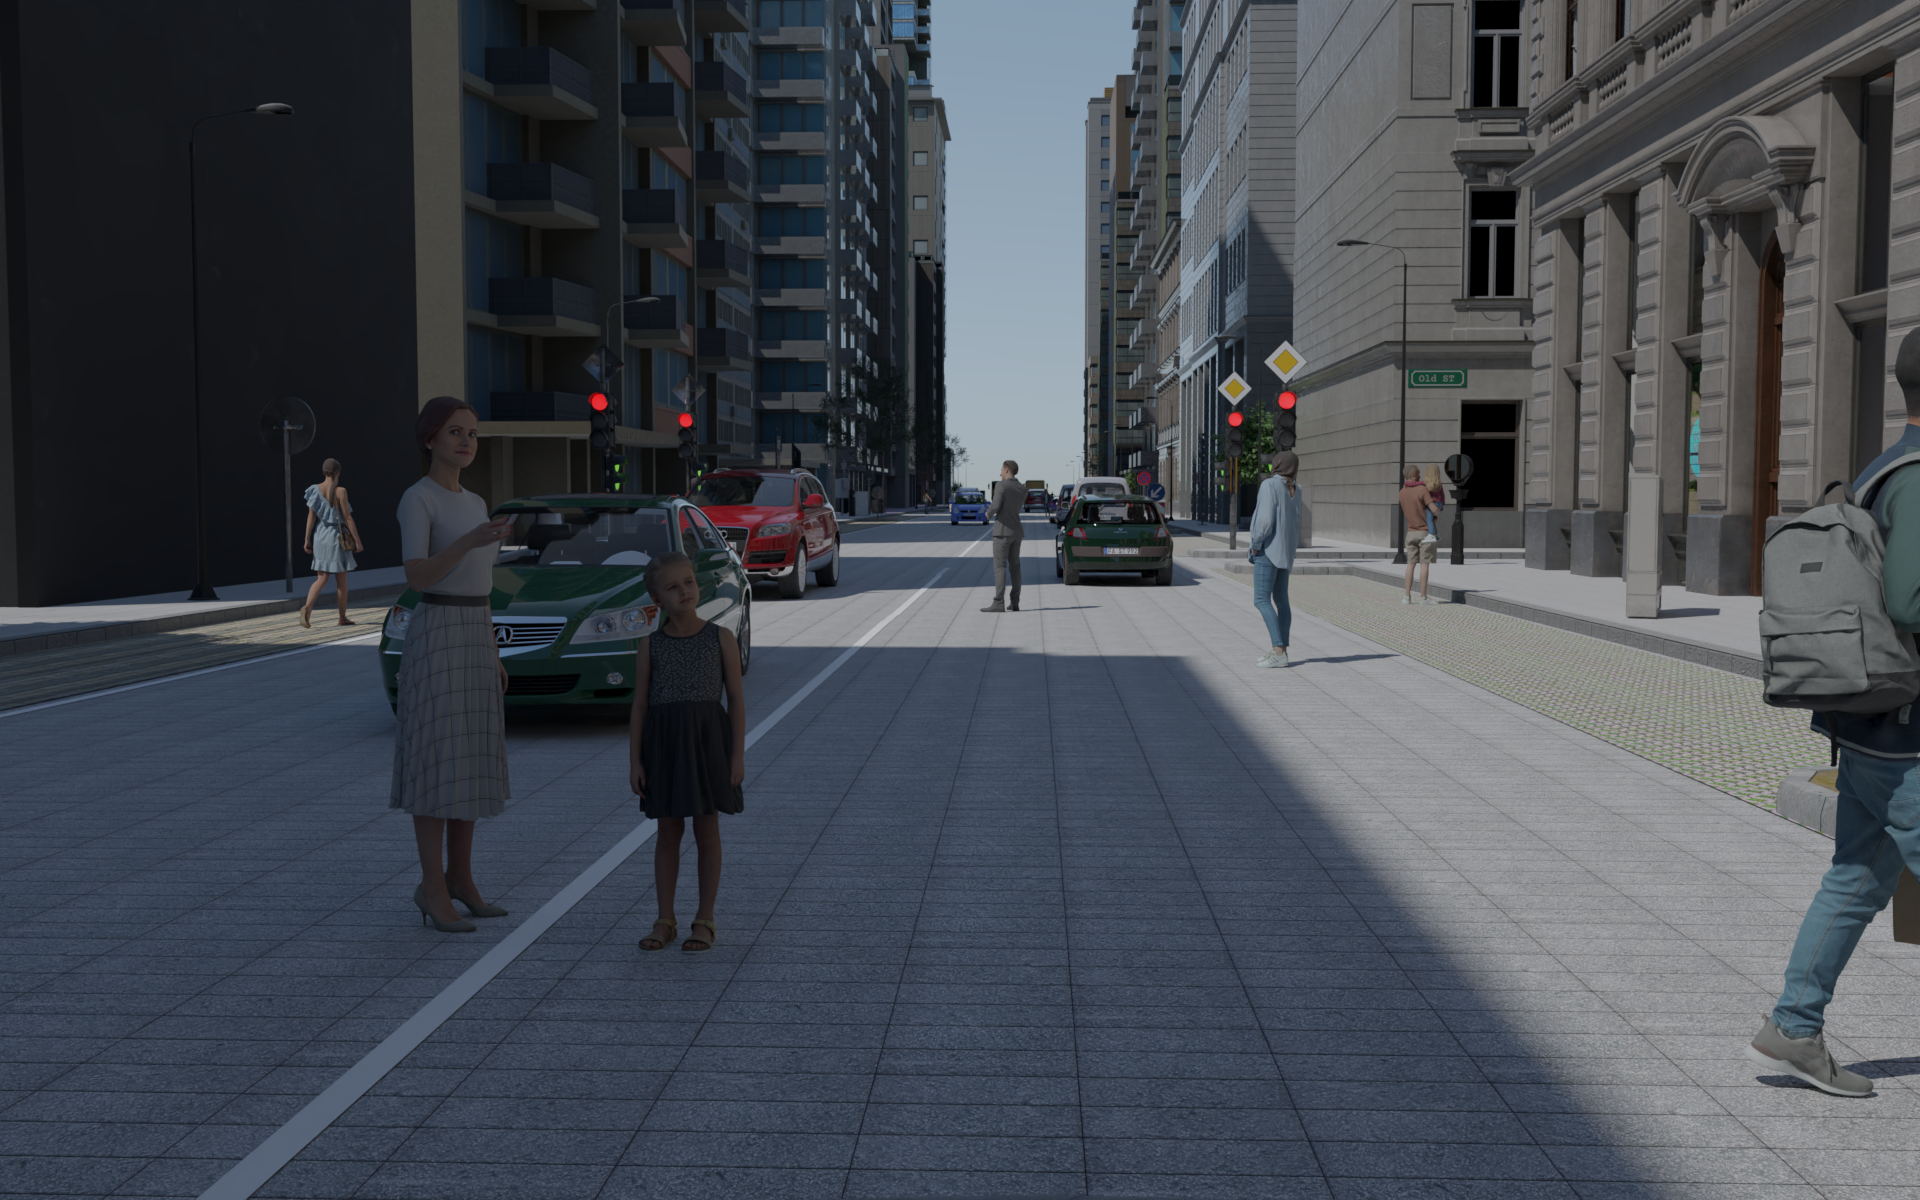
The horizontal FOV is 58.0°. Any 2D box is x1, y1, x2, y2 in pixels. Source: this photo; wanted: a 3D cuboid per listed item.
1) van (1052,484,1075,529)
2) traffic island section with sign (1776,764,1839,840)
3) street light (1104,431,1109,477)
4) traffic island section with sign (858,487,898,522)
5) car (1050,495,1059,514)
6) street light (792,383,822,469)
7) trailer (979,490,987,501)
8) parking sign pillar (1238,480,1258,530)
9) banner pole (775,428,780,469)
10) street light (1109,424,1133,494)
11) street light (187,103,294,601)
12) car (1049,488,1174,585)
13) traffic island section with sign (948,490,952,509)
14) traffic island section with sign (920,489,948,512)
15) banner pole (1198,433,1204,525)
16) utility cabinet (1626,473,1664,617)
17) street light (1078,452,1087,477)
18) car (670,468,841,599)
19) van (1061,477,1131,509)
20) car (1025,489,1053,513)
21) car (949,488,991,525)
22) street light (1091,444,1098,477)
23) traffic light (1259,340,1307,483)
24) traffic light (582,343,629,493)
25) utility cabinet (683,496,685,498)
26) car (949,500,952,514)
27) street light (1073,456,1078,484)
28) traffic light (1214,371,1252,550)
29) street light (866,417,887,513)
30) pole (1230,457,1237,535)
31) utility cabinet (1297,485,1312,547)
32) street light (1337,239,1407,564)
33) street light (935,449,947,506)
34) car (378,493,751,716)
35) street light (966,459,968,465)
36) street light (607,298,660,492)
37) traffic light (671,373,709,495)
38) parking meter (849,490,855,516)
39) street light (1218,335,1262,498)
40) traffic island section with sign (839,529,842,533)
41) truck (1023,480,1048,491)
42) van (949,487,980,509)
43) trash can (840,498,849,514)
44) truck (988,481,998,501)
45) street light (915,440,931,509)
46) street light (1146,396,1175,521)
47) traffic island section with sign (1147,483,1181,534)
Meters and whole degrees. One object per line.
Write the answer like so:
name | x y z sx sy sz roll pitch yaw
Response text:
van | 4.885 -4.020 72.743 2.013 2.044 4.112 0 4 3
traffic island section with sign | 4.619 0.087 7.212 1.989 1.847 2.006 0 4 2
street light | 11.336 -9.500 127.866 1.470 5.913 1.316 0 4 2
traffic island section with sign | -4.249 -4.990 90.208 1.989 1.847 2.006 0 4 2
car | 7.435 -6.991 126.876 1.945 1.354 3.894 0 4 4
street light | -6.458 -6.126 72.698 1.470 5.913 1.316 0 4 2
trailer | 3.333 -15.847 266.148 1.471 1.999 3.904 0 4 3
parking sign pillar | 10.826 -4.544 62.765 1.447 3.967 1.447 -2 4 -27
banner pole | -6.937 -4.648 66.016 0.401 3.779 0.863 1 4 8
street light | 10.795 -8.657 114.084 1.470 5.913 1.316 0 4 2
street light | -8.627 -2.951 20.784 1.470 5.913 1.316 0 4 2
car | 2.496 -1.148 28.563 2.009 1.686 4.222 0 4 1
traffic island section with sign | -1.058 -9.676 166.833 1.989 1.847 2.006 0 4 2
traffic island section with sign | -2.203 -7.993 139.316 1.989 1.847 2.006 0 4 2
banner pole | 9.918 -4.973 71.330 0.401 3.779 0.863 -1 4 -9
utility cabinet | 7.242 -0.586 18.267 0.318 1.500 1.173 2 4 24
street light | 14.111 -13.377 191.257 1.470 5.913 1.316 0 4 2
car | -3.029 -1.025 25.426 2.281 1.827 5.304 0 4 4
van | 3.560 -2.245 43.716 2.013 2.044 4.112 0 4 4
car | 6.113 -7.739 135.208 2.281 1.827 5.304 0 4 4
car | 0.482 -4.323 80.267 1.945 1.707 3.694 0 4 3
street light | 12.818 -11.454 159.820 1.470 5.913 1.316 0 4 2
traffic light | 5.928 -2.621 31.771 0.839 4.253 0.868 0 4 2
traffic light | -6.624 -2.652 32.276 0.839 4.253 0.868 0 4 2
utility cabinet | -7.660 -2.300 48.768 0.306 1.237 1.020 1 4 16
car | 0.237 -6.899 125.164 2.083 1.381 4.827 0 4 2
street light | 14.848 -14.580 210.923 1.470 5.913 1.316 0 4 2
traffic light | 6.260 -3.109 39.749 0.839 4.253 0.868 0 4 2
street light | -5.093 -8.060 104.324 1.470 5.913 1.316 0 4 2
pole | 8.556 -3.686 54.113 0.158 3.312 0.155 0 3 0
utility cabinet | 8.070 -2.014 41.604 0.318 1.500 1.173 -1 4 -15
street light | 7.563 -3.618 31.690 1.470 5.913 1.316 0 4 2
street light | -2.004 -12.712 180.382 1.470 5.913 1.316 0 4 2
car | -2.609 -0.033 12.341 2.131 1.459 4.920 0 4 1
street light | 0.279 -15.820 231.203 1.470 5.913 1.316 0 4 2
street light | -7.779 -4.194 41.107 1.470 5.913 1.316 0 4 2
traffic light | -6.291 -3.140 40.254 0.839 4.253 0.868 0 4 2
parking meter | -6.213 -5.576 99.579 0.372 1.533 0.369 0 3 0
street light | 8.232 -4.780 50.701 1.470 5.913 1.316 0 4 2
traffic island section with sign | -5.372 -3.342 63.276 1.989 1.847 2.006 0 4 2
truck | 10.215 -14.647 235.401 3.469 3.379 9.791 0 4 3
van | 0.405 -5.839 102.473 2.013 2.044 4.112 0 4 4
trash can | -7.569 -6.215 113.262 0.748 1.137 0.748 0 3 0
truck | 5.945 -15.794 254.149 3.469 3.379 9.791 0 4 3
street light | -3.197 -10.789 148.940 1.470 5.913 1.316 0 4 2
street light | 9.538 -6.727 82.534 1.470 5.913 1.316 0 4 2
traffic island section with sign | 6.928 -3.300 62.582 1.989 1.847 2.006 0 4 2
